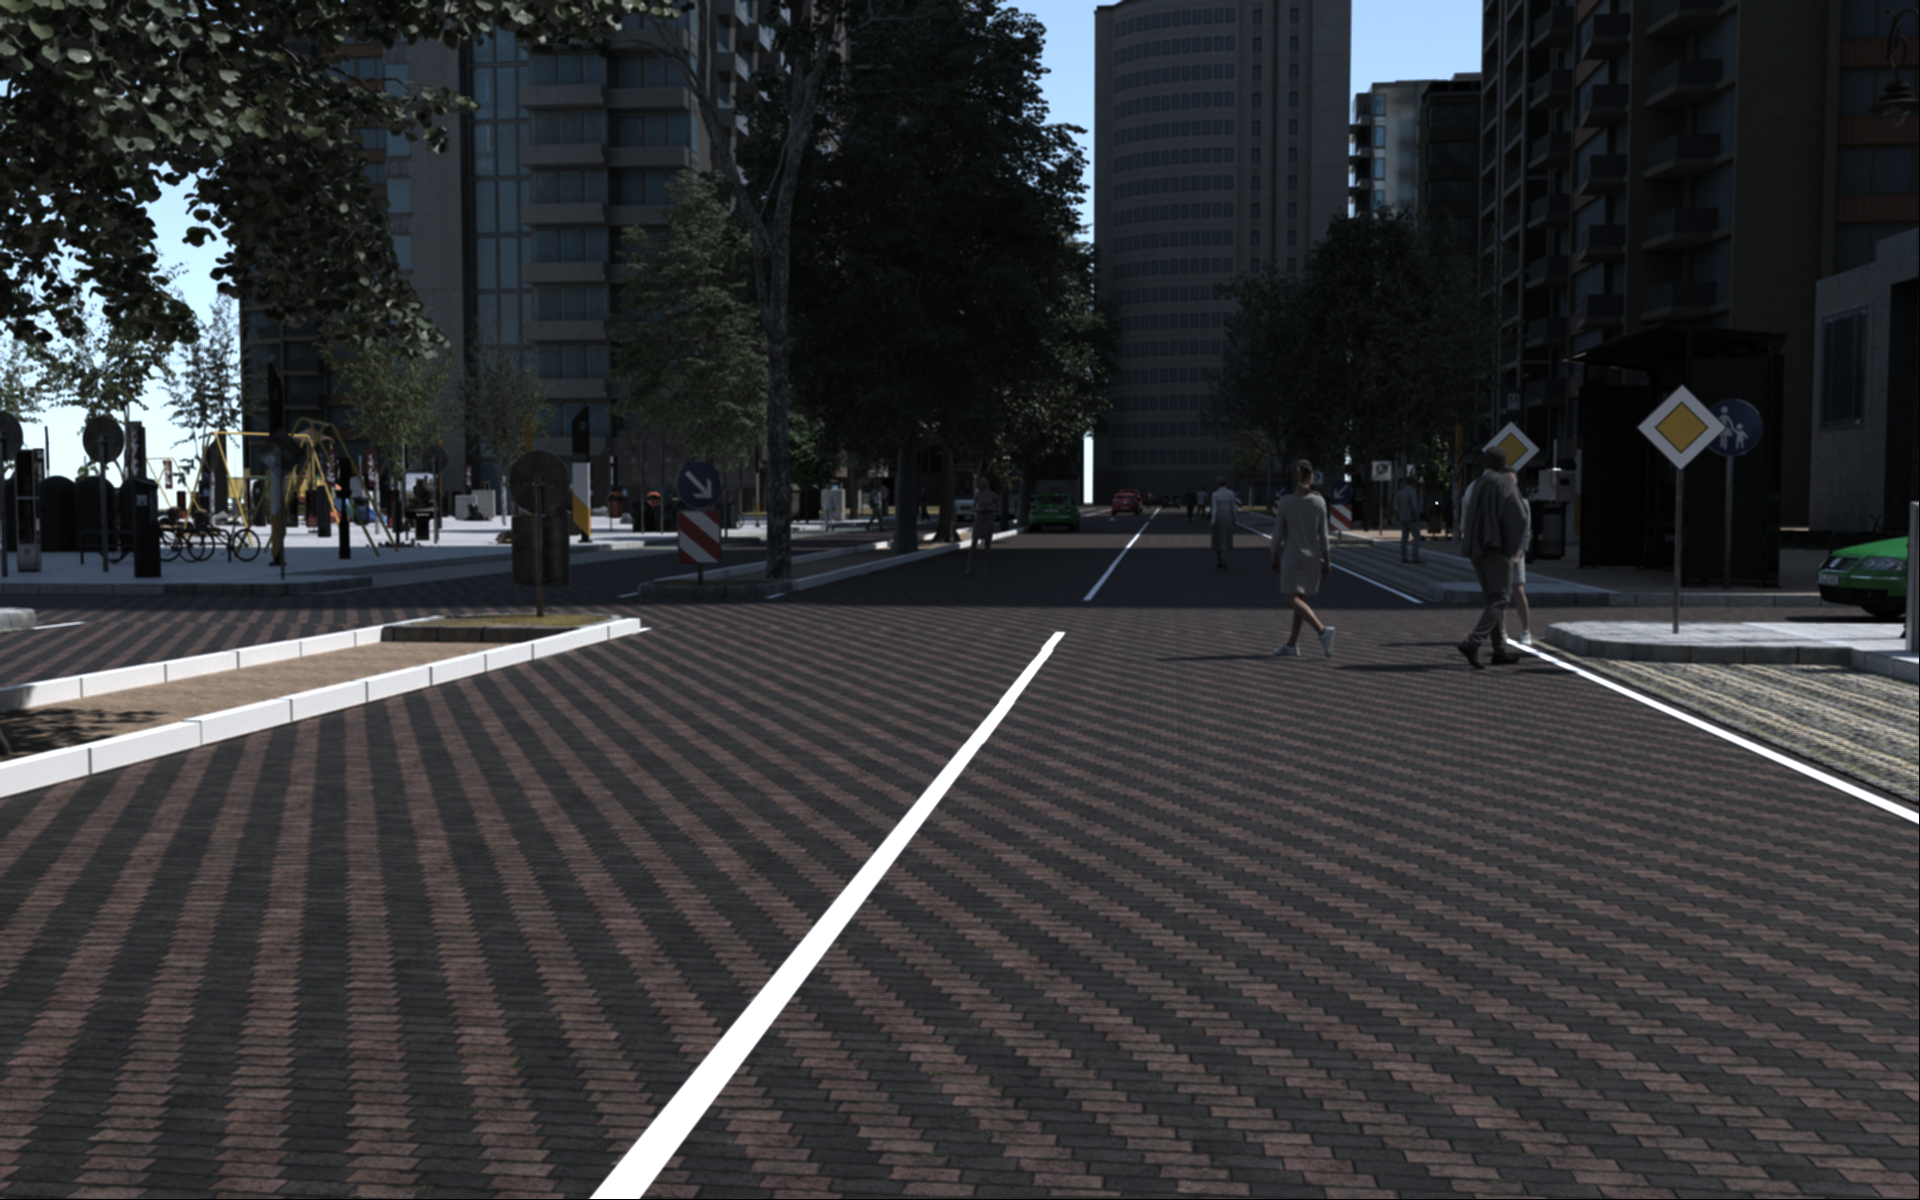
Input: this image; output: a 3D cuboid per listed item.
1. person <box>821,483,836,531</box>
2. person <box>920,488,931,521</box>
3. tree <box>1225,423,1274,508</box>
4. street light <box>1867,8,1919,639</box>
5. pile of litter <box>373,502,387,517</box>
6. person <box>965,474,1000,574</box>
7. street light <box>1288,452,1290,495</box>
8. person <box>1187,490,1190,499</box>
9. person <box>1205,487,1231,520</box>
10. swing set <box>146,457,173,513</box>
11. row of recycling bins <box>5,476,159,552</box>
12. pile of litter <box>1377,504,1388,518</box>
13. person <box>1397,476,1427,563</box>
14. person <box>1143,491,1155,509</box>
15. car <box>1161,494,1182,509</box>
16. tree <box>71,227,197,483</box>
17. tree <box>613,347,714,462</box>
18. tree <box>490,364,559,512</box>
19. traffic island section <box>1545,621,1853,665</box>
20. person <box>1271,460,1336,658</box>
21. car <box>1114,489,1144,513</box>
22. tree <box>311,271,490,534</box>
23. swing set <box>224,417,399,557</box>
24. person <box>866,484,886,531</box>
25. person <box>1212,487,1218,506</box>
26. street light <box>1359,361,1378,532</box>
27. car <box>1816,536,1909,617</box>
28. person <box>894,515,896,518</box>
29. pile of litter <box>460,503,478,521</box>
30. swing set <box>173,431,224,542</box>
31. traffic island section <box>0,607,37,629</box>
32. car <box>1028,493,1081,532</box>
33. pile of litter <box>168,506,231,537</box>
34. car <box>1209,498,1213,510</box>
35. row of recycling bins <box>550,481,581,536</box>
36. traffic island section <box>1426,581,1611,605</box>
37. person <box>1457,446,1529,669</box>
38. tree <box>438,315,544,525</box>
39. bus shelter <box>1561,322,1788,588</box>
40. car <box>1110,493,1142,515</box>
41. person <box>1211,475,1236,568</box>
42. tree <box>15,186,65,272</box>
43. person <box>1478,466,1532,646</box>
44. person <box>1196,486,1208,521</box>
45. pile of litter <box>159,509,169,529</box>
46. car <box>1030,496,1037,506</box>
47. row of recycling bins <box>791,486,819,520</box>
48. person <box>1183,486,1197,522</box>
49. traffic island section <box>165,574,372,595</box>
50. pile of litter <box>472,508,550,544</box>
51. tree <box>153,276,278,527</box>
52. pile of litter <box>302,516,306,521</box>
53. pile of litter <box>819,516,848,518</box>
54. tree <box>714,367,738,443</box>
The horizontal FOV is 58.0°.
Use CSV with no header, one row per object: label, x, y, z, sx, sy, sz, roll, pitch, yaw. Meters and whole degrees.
person,-5.009,-3.529,66.077,0.514,1.842,0.818,-1,4,-16
person,-1.841,-4.960,90.011,0.534,1.772,0.576,-3,5,-40
tree,26.723,-12.789,159.462,4.737,8.622,4.395,0,3,0
street light,8.469,-2.596,15.235,0.468,5.910,1.993,0,4,7
pile of litter,-33.050,-5.127,97.784,1.719,0.858,1.176,-1,4,-18
person,0.403,-1.352,30.942,0.599,1.781,0.374,0,4,5
street light,18.582,-7.644,97.765,0.468,5.910,1.993,0,4,7
person,21.170,-9.277,160.199,0.705,1.821,1.348,2,4,28
person,14.113,-5.214,93.971,1.509,1.804,0.699,1,4,14
swing set,-34.462,-4.706,74.567,3.119,2.851,2.862,3,5,43
row of recycling bins,-19.690,-1.934,38.730,3.534,1.692,1.069,0,4,3
pile of litter,22.399,-4.800,92.449,1.176,0.858,1.719,2,4,29
person,9.268,-1.658,35.704,0.391,1.810,0.635,-2,4,-34
person,18.358,-9.736,168.408,1.217,1.743,0.721,0,4,-2
car,20.774,-9.818,170.308,2.009,1.686,4.222,0,4,7
tree,-22.720,-5.876,46.441,4.737,8.622,4.395,0,3,0
tree,-15.120,-8.211,84.612,4.360,8.622,3.978,0,3,0
tree,-24.785,-9.003,97.565,4.737,8.622,4.395,0,3,0
traffic island section,6.604,0.388,15.941,2.009,0.180,2.903,0,4,7
person,3.034,-0.362,15.175,0.466,1.731,0.760,-3,4,-38
car,12.899,-7.566,132.374,2.281,1.827,5.304,0,4,5
tree,-18.316,-6.395,54.923,4.737,8.622,4.395,0,3,0
swing set,-13.600,-2.387,36.642,2.862,2.851,3.119,-1,4,-10
person,-3.235,-3.533,66.357,0.850,1.850,0.679,2,4,27
person,14.225,-5.353,96.252,0.478,1.798,0.641,3,5,43
street light,13.890,-5.274,59.016,0.468,5.910,1.993,0,4,7
car,12.112,-0.642,19.293,4.718,1.807,1.959,0,4,5
person,-2.338,-3.806,71.089,0.694,1.780,0.624,-2,4,-24
pile of litter,-23.204,-4.225,83.051,1.719,0.858,1.176,3,4,39
swing set,-17.862,-2.872,44.582,2.862,2.851,3.119,2,4,30
traffic island section,-11.157,0.256,18.095,2.009,0.180,2.903,0,4,7
car,3.663,-3.544,66.744,1.959,1.807,4.718,0,4,7
pile of litter,-22.931,-2.357,52.506,1.719,0.858,1.176,-1,4,-21
car,23.327,-8.905,155.380,2.009,1.686,4.222,1,4,8
row of recycling bins,-12.463,-2.927,54.975,1.069,1.692,3.534,0,4,-7
traffic island section,7.566,-0.097,23.868,2.009,0.180,2.903,0,4,7
person,4.427,-0.352,14.353,0.850,1.850,0.679,-2,4,-34
tree,-18.722,-7.335,70.294,4.360,8.622,3.978,0,3,0
bus shelter,10.821,-2.168,26.731,1.731,3.624,6.357,0,4,7
car,11.263,-6.646,117.698,2.155,1.783,4.494,0,4,7
person,5.078,-1.511,33.436,0.478,1.798,0.641,1,4,13
tree,-19.416,-5.048,32.904,4.360,8.622,3.978,0,3,0
person,5.238,-0.434,16.592,0.512,1.701,0.522,1,4,23
person,12.743,-5.079,91.381,0.661,1.843,0.795,1,4,22
pile of litter,-28.625,-2.996,62.954,1.719,0.858,1.176,0,4,8
car,5.221,-6.441,117.897,1.945,1.354,3.894,1,4,8
row of recycling bins,-8.185,-4.852,86.444,1.069,1.692,3.534,2,4,26
person,11.681,-4.862,87.767,0.659,1.850,0.755,1,4,19
traffic island section,-10.194,-0.229,26.022,2.009,0.180,2.903,0,4,7
pile of litter,-11.553,-1.904,45.095,1.176,0.858,1.719,3,5,43
tree,-25.524,-6.648,59.061,4.360,8.622,3.978,0,3,0
pile of litter,-30.625,-4.157,81.929,1.176,0.858,1.719,1,4,11
pile of litter,-6.899,-4.843,93.146,1.719,0.858,1.176,2,4,24
tree,-13.964,-8.830,94.726,4.360,8.622,3.978,0,3,0
